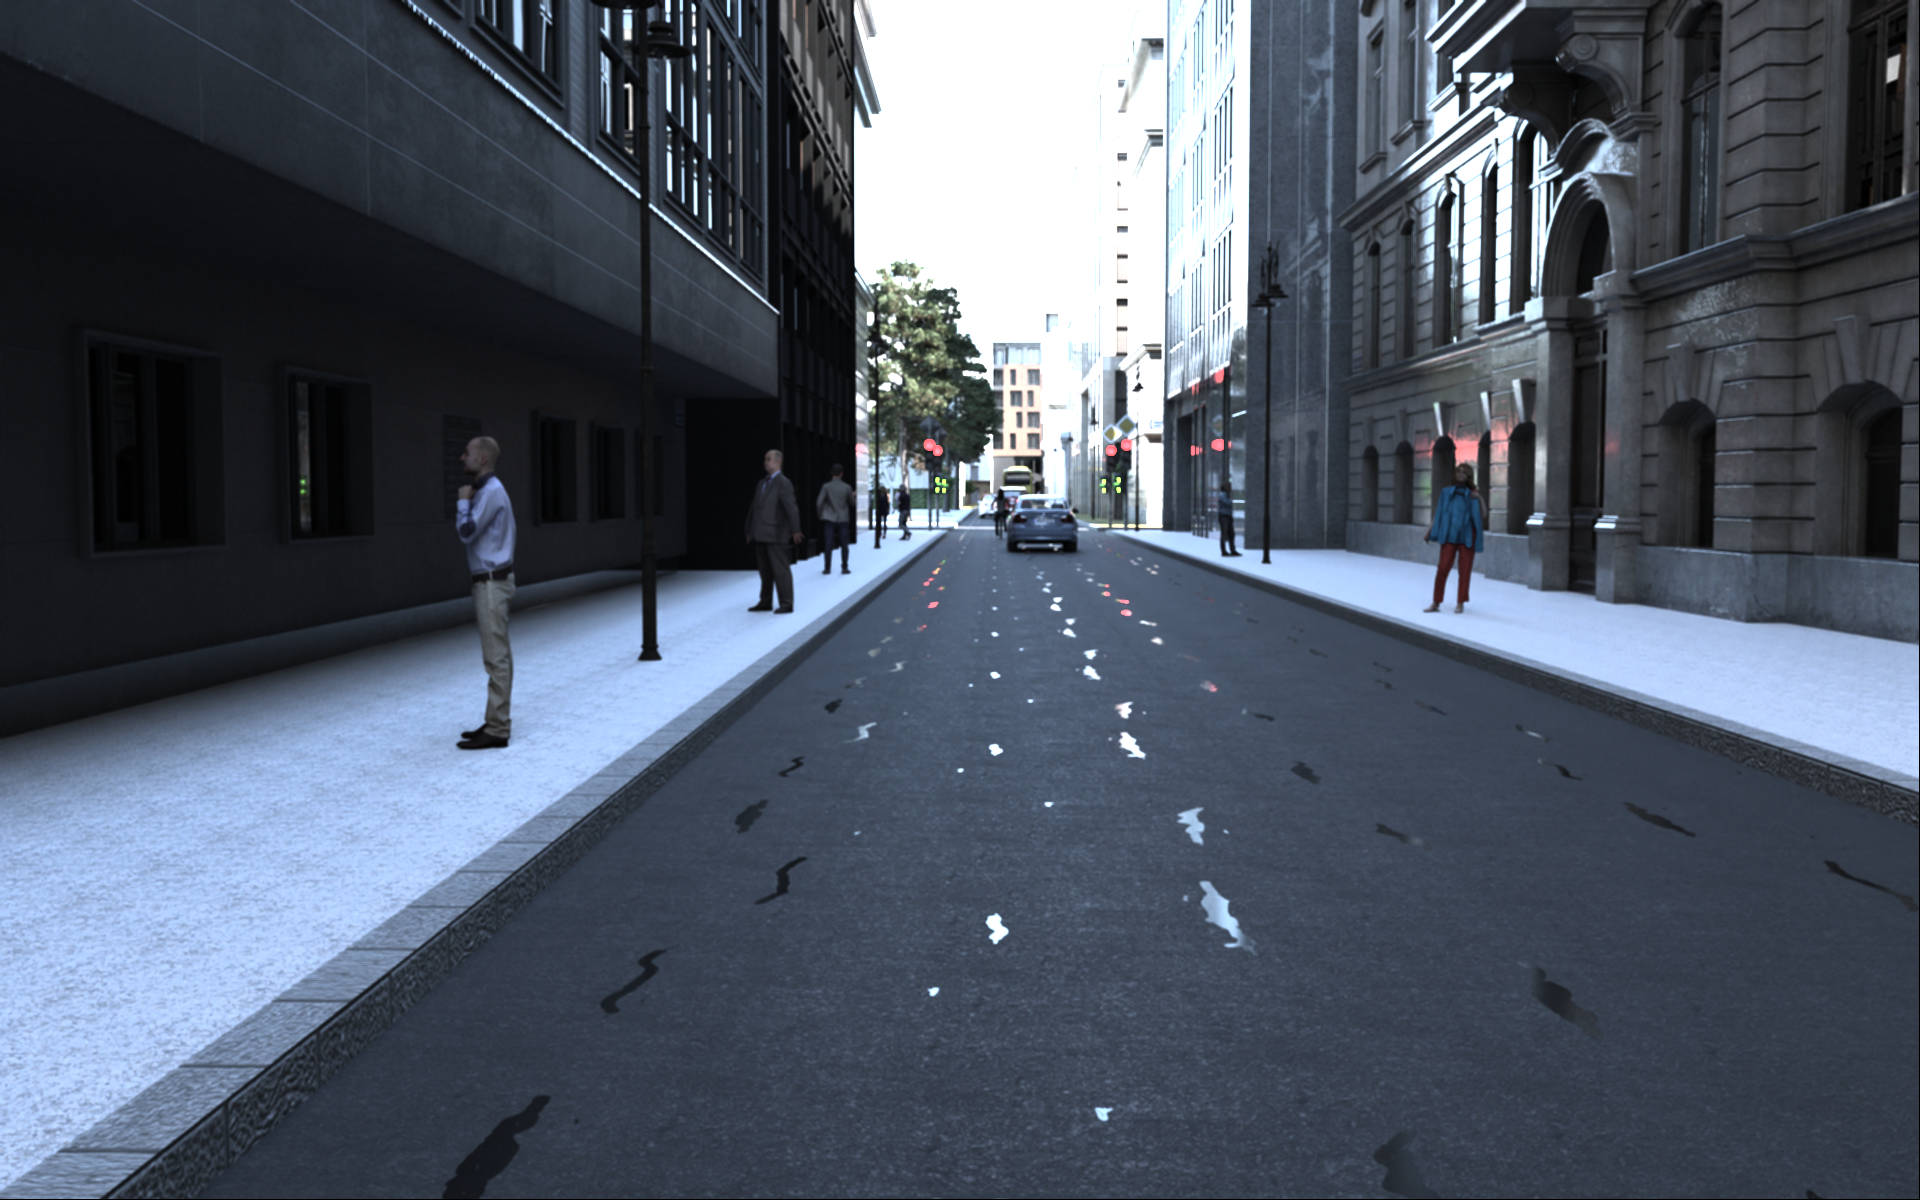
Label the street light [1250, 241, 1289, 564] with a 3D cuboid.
[{"bbox_3d":[5.664,-3.612,31.852,0.468,5.910,1.993,0,4,1],"label":"street light"}]

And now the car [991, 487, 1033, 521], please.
[{"bbox_3d":[2.823,-5.197,93.642,2.281,1.827,5.304,0,4,1],"label":"car"}]

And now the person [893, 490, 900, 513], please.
[{"bbox_3d":[-4.275,-6.835,119.756,0.435,1.587,0.963,3,5,43],"label":"person"}]

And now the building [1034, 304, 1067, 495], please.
[{"bbox_3d":[23.391,-21.920,202.372,27.936,21.610,32.646,0,4,1],"label":"building"}]

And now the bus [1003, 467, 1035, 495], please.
[{"bbox_3d":[5.285,-10.106,156.780,2.896,3.916,12.252,0,4,3],"label":"bus"}]

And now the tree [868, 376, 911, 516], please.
[{"bbox_3d":[-5.990,-9.733,109.502,4.360,8.622,3.978,0,3,0],"label":"tree"}]

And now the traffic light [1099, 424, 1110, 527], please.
[{"bbox_3d":[5.895,-4.818,68.014,0.839,4.213,0.868,0,4,1],"label":"traffic light"}]

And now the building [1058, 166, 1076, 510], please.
[{"bbox_3d":[14.758,-21.223,132.906,13.634,28.700,20.117,0,4,1],"label":"building"}]

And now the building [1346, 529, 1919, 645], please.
[{"bbox_3d":[13.442,-12.347,20.950,14.460,24.649,34.723,0,4,1],"label":"building"}]

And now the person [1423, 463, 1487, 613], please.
[{"bbox_3d":[5.347,-0.668,18.677,0.444,1.614,0.593,-3,5,-41],"label":"person"}]

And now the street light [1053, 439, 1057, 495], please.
[{"bbox_3d":[7.836,-10.397,142.785,0.468,5.910,1.993,0,4,1],"label":"street light"}]

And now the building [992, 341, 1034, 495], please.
[{"bbox_3d":[20.755,-24.316,241.539,32.646,21.610,27.936,0,4,1],"label":"building"}]

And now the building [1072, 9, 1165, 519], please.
[{"bbox_3d":[17.246,-18.429,105.838,19.350,26.468,34.151,0,4,1],"label":"building"}]

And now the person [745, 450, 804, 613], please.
[{"bbox_3d":[-2.046,-0.744,18.760,0.434,1.755,0.990,-3,5,-39],"label":"person"}]

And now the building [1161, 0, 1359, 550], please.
[{"bbox_3d":[12.774,-14.133,49.097,12.078,24.808,19.932,0,4,1],"label":"building"}]

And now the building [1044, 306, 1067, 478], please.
[{"bbox_3d":[16.789,-19.794,180.057,16.016,20.091,11.380,0,4,1],"label":"building"}]

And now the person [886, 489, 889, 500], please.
[{"bbox_3d":[-4.193,-5.414,96.428,0.647,1.594,0.662,-3,5,-41],"label":"person"}]

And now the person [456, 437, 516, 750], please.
[{"bbox_3d":[-2.441,-0.047,8.872,0.319,1.574,0.516,0,4,-6],"label":"person"}]

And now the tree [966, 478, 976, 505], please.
[{"bbox_3d":[0.802,-12.551,199.804,1.663,3.219,1.824,0,3,0],"label":"tree"}]

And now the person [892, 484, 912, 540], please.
[{"bbox_3d":[-1.567,-2.432,48.010,0.569,1.553,0.471,-2,4,-26],"label":"person"}]

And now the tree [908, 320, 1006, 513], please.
[{"bbox_3d":[-0.876,-12.952,119.188,7.806,13.903,7.818,0,3,0],"label":"tree"}]

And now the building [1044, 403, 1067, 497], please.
[{"bbox_3d":[12.689,-13.349,160.399,9.099,9.664,28.070,0,4,1],"label":"building"}]

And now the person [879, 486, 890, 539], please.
[{"bbox_3d":[-2.261,-2.535,50.032,0.480,1.512,0.613,-2,4,-29],"label":"person"}]

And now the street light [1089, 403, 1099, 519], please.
[{"bbox_3d":[6.760,-7.028,87.696,0.468,5.910,1.993,0,4,1],"label":"street light"}]

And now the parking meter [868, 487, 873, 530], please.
[{"bbox_3d":[-3.250,-3.229,61.208,0.372,1.533,0.369,0,3,0],"label":"parking meter"}]

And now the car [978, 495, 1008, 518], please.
[{"bbox_3d":[2.117,-5.578,103.559,2.083,1.381,4.827,0,4,-1],"label":"car"}]

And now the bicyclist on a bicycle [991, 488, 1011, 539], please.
[{"bbox_3d":[1.314,-2.793,55.693,1.499,1.676,1.625,0,4,3],"label":"bicyclist on a bicycle"}]

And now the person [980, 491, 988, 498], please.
[{"bbox_3d":[2.664,-10.487,180.669,1.217,1.736,0.721,1,4,12],"label":"person"}]

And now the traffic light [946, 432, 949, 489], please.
[{"bbox_3d":[-0.865,-4.825,68.131,0.839,4.213,0.868,0,4,1],"label":"traffic light"}]

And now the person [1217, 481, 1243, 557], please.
[{"bbox_3d":[5.485,-1.665,35.486,0.499,1.552,0.429,-3,4,-36],"label":"person"}]

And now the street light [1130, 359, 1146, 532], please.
[{"bbox_3d":[6.074,-5.288,59.242,0.468,5.910,1.993,0,4,1],"label":"street light"}]

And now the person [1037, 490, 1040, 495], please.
[{"bbox_3d":[8.912,-11.474,194.576,0.436,1.711,0.756,1,4,21],"label":"person"}]

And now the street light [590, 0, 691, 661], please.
[{"bbox_3d":[-2.400,-2.473,13.227,0.468,5.910,1.993,0,4,1],"label":"street light"}]

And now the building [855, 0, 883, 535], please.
[{"bbox_3d":[-14.749,-12.887,52.510,24.055,21.916,13.314,0,4,1],"label":"building"}]

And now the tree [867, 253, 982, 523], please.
[{"bbox_3d":[-2.480,-9.502,77.419,6.751,12.117,7.091,0,3,0],"label":"tree"}]

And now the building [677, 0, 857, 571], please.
[{"bbox_3d":[-8.974,-12.638,36.306,12.332,23.373,15.834,0,4,1],"label":"building"}]

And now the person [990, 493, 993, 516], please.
[{"bbox_3d":[2.074,-6.095,110.702,0.480,1.512,0.613,1,4,22],"label":"person"}]

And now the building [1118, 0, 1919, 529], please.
[{"bbox_3d":[24.683,-15.651,74.972,34.723,24.649,14.460,0,4,1],"label":"building"}]

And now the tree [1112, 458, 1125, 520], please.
[{"bbox_3d":[7.780,-5.517,84.803,1.663,3.219,1.824,0,3,0],"label":"tree"}]

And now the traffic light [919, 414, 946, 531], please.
[{"bbox_3d":[-1.022,-4.337,60.147,0.839,4.213,0.868,0,4,1],"label":"traffic light"}]

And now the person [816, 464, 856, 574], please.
[{"bbox_3d":[-1.987,-1.309,27.977,0.617,1.759,0.750,0,3,0],"label":"person"}]

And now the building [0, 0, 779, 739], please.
[{"bbox_3d":[-10.197,-13.597,15.822,14.314,27.812,24.014,0,4,1],"label":"building"}]

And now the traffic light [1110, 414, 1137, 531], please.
[{"bbox_3d":[5.738,-4.329,60.031,0.839,4.213,0.868,0,4,1],"label":"traffic light"}]

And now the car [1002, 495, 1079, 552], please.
[{"bbox_3d":[2.079,-1.988,44.499,2.014,1.417,4.499,0,4,1],"label":"car"}]

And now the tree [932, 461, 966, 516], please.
[{"bbox_3d":[-1.024,-6.465,100.311,1.663,3.219,1.824,0,3,0],"label":"tree"}]

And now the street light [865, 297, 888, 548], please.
[{"bbox_3d":[-1.952,-4.156,40.732,0.468,5.910,1.993,0,4,1],"label":"street light"}]

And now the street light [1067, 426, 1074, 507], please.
[{"bbox_3d":[7.310,-8.703,115.084,0.468,5.910,1.993,0,4,1],"label":"street light"}]

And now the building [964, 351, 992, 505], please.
[{"bbox_3d":[-1.383,-23.181,235.429,11.380,20.091,16.016,0,4,1],"label":"building"}]

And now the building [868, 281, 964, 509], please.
[{"bbox_3d":[-8.228,-17.937,159.726,16.747,18.905,31.486,0,4,1],"label":"building"}]
